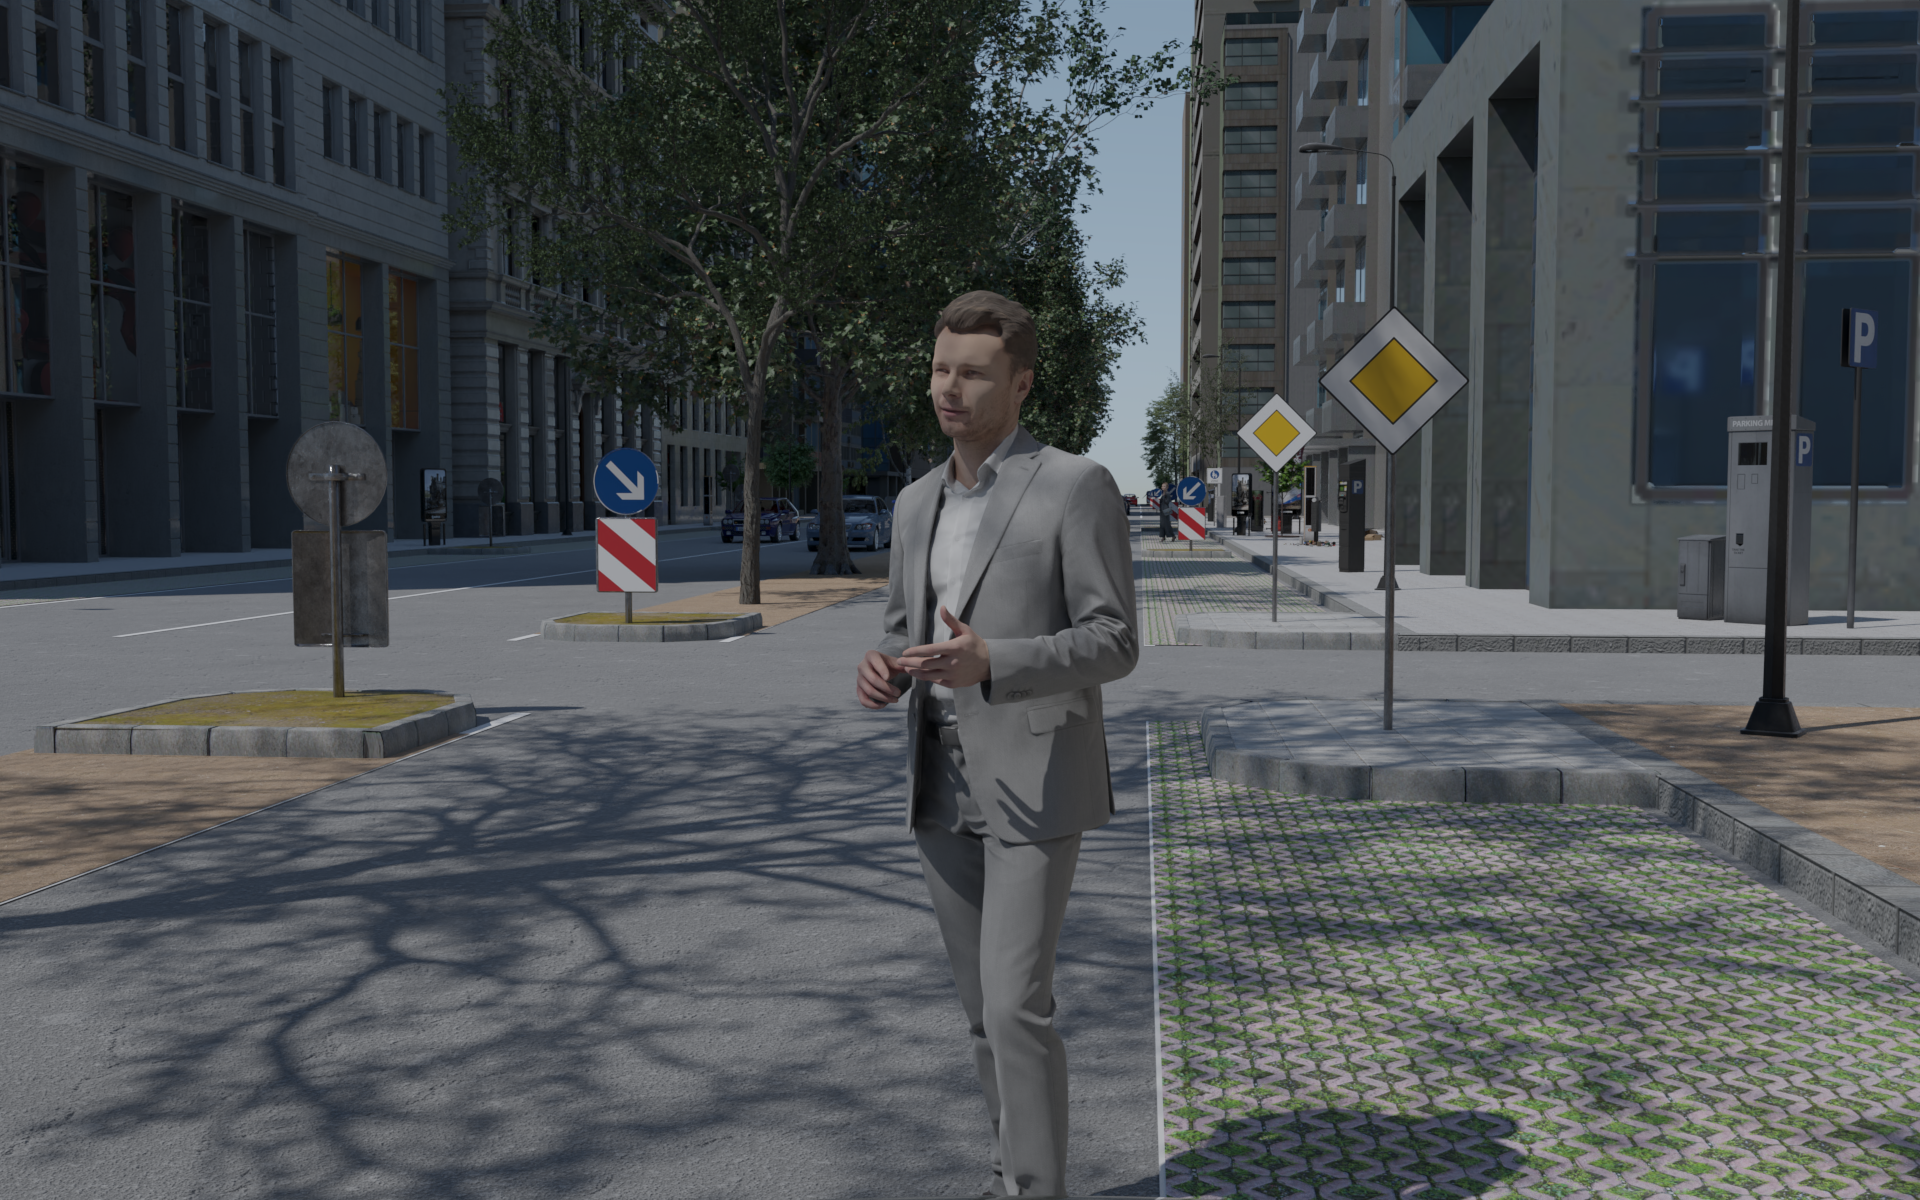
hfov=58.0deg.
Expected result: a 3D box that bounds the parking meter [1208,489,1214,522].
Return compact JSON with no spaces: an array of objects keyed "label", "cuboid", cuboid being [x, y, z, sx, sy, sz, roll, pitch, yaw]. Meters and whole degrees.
[{"label":"parking meter","cuboid":[11.663,-4.392,80.225,0.372,1.533,0.369,0,3,0]}]

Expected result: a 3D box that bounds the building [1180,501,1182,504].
[{"label":"building","cuboid":[37.355,-35.647,206.523,21.300,48.544,21.600,0,4,6]}]

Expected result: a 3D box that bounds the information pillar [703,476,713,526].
[{"label":"information pillar","cuboid":[-10.239,-4.027,70.339,0.304,2.012,0.304,1,4,13]}]

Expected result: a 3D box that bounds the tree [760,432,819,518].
[{"label":"tree","cuboid":[-9.092,-6.630,92.114,4.285,4.588,4.351,0,3,0]}]

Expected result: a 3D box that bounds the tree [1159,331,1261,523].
[{"label":"tree","cuboid":[11.302,-7.790,77.733,4.360,8.622,3.978,0,3,0]}]

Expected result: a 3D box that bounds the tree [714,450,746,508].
[{"label":"tree","cuboid":[-10.036,-4.976,75.962,1.663,3.219,1.824,0,3,0]}]

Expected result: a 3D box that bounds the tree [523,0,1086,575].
[{"label":"tree","cuboid":[-2.276,-6.783,30.373,9.611,12.733,9.660,0,3,0]}]

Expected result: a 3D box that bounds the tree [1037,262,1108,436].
[{"label":"tree","cuboid":[2.879,-9.723,79.557,7.486,12.596,7.792,0,3,0]}]

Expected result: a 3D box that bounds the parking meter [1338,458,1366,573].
[{"label":"parking meter","cuboid":[6.417,-1.386,28.375,0.399,1.863,0.255,-2,4,-25]}]

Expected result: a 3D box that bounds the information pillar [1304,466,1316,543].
[{"label":"information pillar","cuboid":[9.227,-2.519,45.671,0.304,2.012,0.304,1,4,9]}]

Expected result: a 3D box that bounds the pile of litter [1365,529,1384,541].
[{"label":"pile of litter","cuboid":[11.286,-2.097,48.245,1.176,0.858,1.719,3,5,40]}]

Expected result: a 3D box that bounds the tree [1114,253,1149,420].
[{"label":"tree","cuboid":[1.731,-8.607,60.196,9.611,12.733,9.660,0,3,0]}]

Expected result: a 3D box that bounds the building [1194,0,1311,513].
[{"label":"building","cuboid":[27.857,-30.657,124.939,21.300,48.544,21.600,0,4,6]}]

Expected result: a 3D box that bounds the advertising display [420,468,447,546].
[{"label":"advertising display","cuboid":[-13.092,-2.317,43.096,0.123,1.923,0.974,1,4,17]}]

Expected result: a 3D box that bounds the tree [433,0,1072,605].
[{"label":"tree","cuboid":[-2.778,-5.192,21.753,8.767,10.594,7.601,0,4,6]}]

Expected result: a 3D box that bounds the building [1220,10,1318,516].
[{"label":"building","cuboid":[23.034,-20.532,107.405,14.160,30.474,14.107,0,4,6]}]

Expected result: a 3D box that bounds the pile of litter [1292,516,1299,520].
[{"label":"pile of litter","cuboid":[16.417,-4.503,87.585,1.719,0.858,1.176,1,4,16]}]

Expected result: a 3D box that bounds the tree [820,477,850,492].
[{"label":"tree","cuboid":[-7.269,-6.662,103.528,1.663,3.219,1.824,0,3,0]}]

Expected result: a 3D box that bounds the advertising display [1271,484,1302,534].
[{"label":"advertising display","cuboid":[10.482,-3.081,55.582,0.974,1.923,0.123,1,4,14]}]

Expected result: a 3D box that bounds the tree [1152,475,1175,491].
[{"label":"tree","cuboid":[29.010,-16.076,246.554,4.285,4.588,4.351,0,3,0]}]

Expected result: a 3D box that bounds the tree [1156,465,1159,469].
[{"label":"tree","cuboid":[28.294,-17.608,238.246,4.360,8.622,3.978,0,3,0]}]

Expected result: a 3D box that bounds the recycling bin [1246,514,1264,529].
[{"label":"recycling bin","cuboid":[10.869,-3.189,64.693,0.722,1.027,0.722,-2,4,-28]}]

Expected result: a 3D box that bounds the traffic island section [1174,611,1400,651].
[{"label":"traffic island section","cuboid":[3.176,0.299,17.386,2.009,0.180,2.903,0,4,6]}]

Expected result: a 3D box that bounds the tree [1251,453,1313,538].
[{"label":"tree","cuboid":[9.650,-3.457,51.119,1.663,3.219,1.824,0,3,0]}]

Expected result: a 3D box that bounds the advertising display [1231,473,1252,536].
[{"label":"advertising display","cuboid":[8.665,-2.940,53.291,0.123,1.923,0.974,-2,4,-24]}]

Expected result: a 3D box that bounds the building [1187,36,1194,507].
[{"label":"building","cuboid":[27.894,-29.012,157.934,14.154,41.232,14.086,0,4,6]}]

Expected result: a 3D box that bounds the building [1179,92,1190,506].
[{"label":"building","cuboid":[31.176,-32.943,188.722,14.600,45.320,14.200,0,4,6]}]

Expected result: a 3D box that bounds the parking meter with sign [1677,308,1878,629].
[{"label":"parking meter with sign","cuboid":[7.993,-1.274,17.091,0.543,3.016,1.738,-3,4,-38]}]

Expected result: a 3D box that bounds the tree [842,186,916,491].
[{"label":"tree","cuboid":[-1.226,-5.307,39.589,4.737,8.622,4.395,0,3,0]}]

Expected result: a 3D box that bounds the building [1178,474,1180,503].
[{"label":"building","cuboid":[41.152,-56.233,232.084,22.319,86.520,31.000,0,4,6]}]

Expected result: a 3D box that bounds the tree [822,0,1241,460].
[{"label":"tree","cuboid":[0.937,-11.588,47.818,12.611,20.169,13.585,0,3,0]}]

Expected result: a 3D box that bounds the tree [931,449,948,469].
[{"label":"tree","cuboid":[-1.185,-13.280,167.490,4.360,8.622,3.978,0,3,0]}]

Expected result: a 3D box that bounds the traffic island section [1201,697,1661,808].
[{"label":"traffic island section","cuboid":[2.352,0.785,9.443,2.009,0.180,2.903,0,4,6]}]

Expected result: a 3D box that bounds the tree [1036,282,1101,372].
[{"label":"tree","cuboid":[2.322,-8.693,70.343,9.928,11.665,9.643,0,3,0]}]

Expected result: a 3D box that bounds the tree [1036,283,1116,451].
[{"label":"tree","cuboid":[3.747,-10.955,88.226,9.857,13.997,8.962,0,3,0]}]

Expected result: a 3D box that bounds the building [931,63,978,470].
[{"label":"building","cuboid":[-13.170,-36.944,193.276,28.713,52.752,27.495,0,4,6]}]

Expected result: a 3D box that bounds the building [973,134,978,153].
[{"label":"building","cuboid":[-7.052,-36.833,221.832,23.786,49.044,30.456,0,4,6]}]

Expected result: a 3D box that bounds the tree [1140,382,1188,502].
[{"label":"tree","cuboid":[21.635,-15.732,175.338,7.486,12.596,7.792,0,3,0]}]
